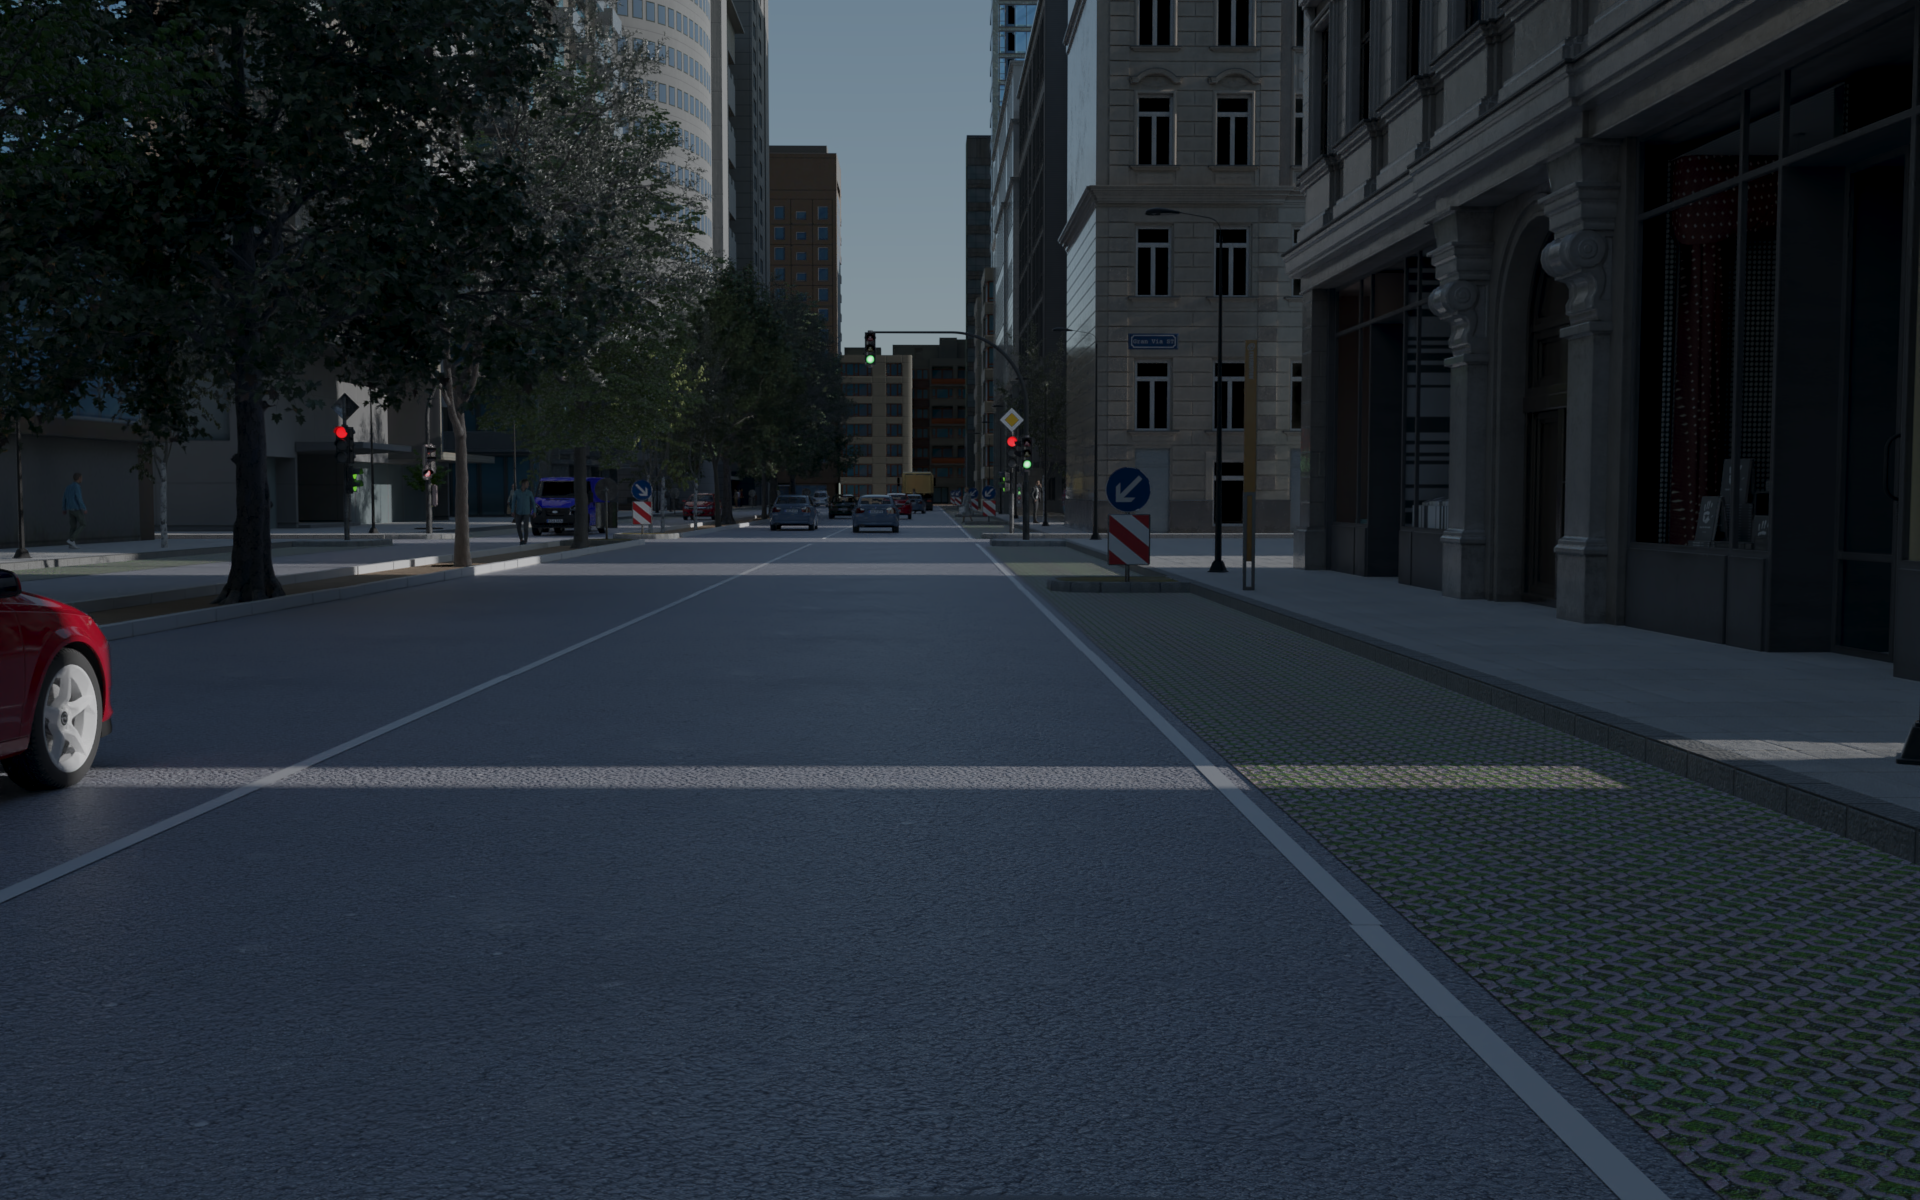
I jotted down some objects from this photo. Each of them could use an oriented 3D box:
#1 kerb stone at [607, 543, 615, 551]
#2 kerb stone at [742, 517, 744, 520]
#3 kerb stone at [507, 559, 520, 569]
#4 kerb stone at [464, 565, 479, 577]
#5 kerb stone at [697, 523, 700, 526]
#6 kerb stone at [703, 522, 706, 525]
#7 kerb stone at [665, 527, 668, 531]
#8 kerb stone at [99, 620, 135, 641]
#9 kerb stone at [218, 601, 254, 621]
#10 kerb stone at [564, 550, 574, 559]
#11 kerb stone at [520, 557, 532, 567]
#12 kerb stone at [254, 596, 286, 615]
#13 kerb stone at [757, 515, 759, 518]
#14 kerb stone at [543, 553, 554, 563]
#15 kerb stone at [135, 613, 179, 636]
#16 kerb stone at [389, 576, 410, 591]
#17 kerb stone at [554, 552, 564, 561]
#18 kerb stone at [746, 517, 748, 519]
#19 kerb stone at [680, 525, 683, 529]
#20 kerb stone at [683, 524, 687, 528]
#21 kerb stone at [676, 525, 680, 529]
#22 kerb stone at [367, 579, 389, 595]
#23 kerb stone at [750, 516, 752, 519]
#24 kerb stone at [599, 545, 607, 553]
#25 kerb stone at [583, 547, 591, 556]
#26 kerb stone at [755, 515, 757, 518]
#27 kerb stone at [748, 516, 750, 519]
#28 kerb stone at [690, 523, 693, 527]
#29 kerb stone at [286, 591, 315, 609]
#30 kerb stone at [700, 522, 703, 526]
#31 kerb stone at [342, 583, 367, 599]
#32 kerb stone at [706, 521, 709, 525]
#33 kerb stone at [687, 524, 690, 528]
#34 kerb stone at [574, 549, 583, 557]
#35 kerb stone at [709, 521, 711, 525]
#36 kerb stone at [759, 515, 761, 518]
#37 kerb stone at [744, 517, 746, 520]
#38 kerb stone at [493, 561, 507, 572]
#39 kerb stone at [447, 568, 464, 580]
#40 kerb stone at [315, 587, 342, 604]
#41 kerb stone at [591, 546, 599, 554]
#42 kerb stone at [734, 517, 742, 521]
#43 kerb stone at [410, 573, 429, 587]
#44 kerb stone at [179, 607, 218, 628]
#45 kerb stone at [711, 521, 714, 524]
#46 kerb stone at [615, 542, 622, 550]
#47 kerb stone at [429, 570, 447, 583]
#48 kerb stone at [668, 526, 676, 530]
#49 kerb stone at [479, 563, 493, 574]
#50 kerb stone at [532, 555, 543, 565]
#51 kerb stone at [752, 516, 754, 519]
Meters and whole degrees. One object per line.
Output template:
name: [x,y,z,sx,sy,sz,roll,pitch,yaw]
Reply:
kerb stone: [-8.883,-1.303,43.507,0.120,0.150,1.000,0,4,-1]
kerb stone: [-11.991,-4.401,94.222,0.120,0.150,1.000,0,4,-1]
kerb stone: [-8.680,-0.672,33.261,0.120,0.150,1.000,0,4,-1]
kerb stone: [-8.615,-0.488,30.191,0.120,0.150,1.000,0,4,-1]
kerb stone: [-11.620,-3.278,75.785,0.120,0.150,1.000,0,4,-1]
kerb stone: [-11.669,-3.403,77.829,0.120,0.150,1.000,0,4,-1]
kerb stone: [-11.444,-2.712,66.565,0.120,0.150,1.000,0,4,-1]
kerb stone: [-8.355,0.329,16.874,0.120,0.150,1.000,0,4,-1]
kerb stone: [-8.413,0.138,19.948,0.120,0.150,1.000,0,4,-1]
kerb stone: [-8.775,-0.991,38.393,0.120,0.150,1.000,0,4,-1]
kerb stone: [-8.698,-0.740,34.295,0.120,0.150,1.000,0,4,-1]
kerb stone: [-8.433,0.080,20.970,0.120,0.150,1.000,0,4,-1]
kerb stone: [-12.142,-4.902,102.415,0.120,0.150,1.000,0,4,-1]
kerb stone: [-8.738,-0.865,36.344,0.120,0.150,1.000,0,4,-1]
kerb stone: [-8.371,0.263,17.898,0.120,0.150,1.000,0,4,-1]
kerb stone: [-8.538,-0.239,26.099,0.120,0.150,1.000,0,4,-1]
kerb stone: [-8.764,-0.925,37.366,0.120,0.150,1.000,0,4,-1]
kerb stone: [-12.033,-4.530,96.267,0.120,0.150,1.000,0,4,-1]
kerb stone: [-11.524,-2.962,70.658,0.120,0.150,1.000,0,4,-1]
kerb stone: [-11.544,-3.026,71.687,0.120,0.150,1.000,0,4,-1]
kerb stone: [-11.509,-2.902,69.636,0.120,0.150,1.000,0,4,-1]
kerb stone: [-8.517,-0.175,25.077,0.120,0.150,1.000,0,4,-1]
kerb stone: [-12.072,-4.651,98.315,0.120,0.150,1.000,0,4,-1]
kerb stone: [-8.862,-1.241,42.486,0.120,0.150,1.000,0,4,-1]
kerb stone: [-8.832,-1.113,40.442,0.120,0.150,1.000,0,4,-1]
kerb stone: [-12.140,-4.832,101.383,0.120,0.150,1.000,0,4,-1]
kerb stone: [-12.050,-4.591,97.289,0.120,0.150,1.000,0,4,-1]
kerb stone: [-11.584,-3.152,73.732,0.120,0.150,1.000,0,4,-1]
kerb stone: [-8.459,0.013,21.991,0.120,0.150,1.000,0,4,-1]
kerb stone: [-11.643,-3.340,76.807,0.120,0.150,1.000,0,4,-1]
kerb stone: [-8.490,-0.108,24.048,0.120,0.150,1.000,0,4,-1]
kerb stone: [-11.688,-3.459,78.852,0.120,0.150,1.000,0,4,-1]
kerb stone: [-11.560,-3.087,72.711,0.120,0.150,1.000,0,4,-1]
kerb stone: [-8.792,-1.053,39.416,0.120,0.150,1.000,0,4,-1]
kerb stone: [-11.707,-3.528,79.874,0.120,0.150,1.000,0,4,-1]
kerb stone: [-12.171,-4.969,103.437,0.120,0.150,1.000,0,4,-1]
kerb stone: [-12.013,-4.463,95.244,0.120,0.150,1.000,0,4,-1]
kerb stone: [-8.662,-0.614,32.239,0.120,0.150,1.000,0,4,-1]
kerb stone: [-8.596,-0.426,29.169,0.120,0.150,1.000,0,4,-1]
kerb stone: [-8.477,-0.050,23.013,0.120,0.150,1.000,0,4,-1]
kerb stone: [-8.850,-1.178,41.464,0.120,0.150,1.000,0,4,-1]
kerb stone: [-11.969,-4.340,93.192,0.120,0.150,1.000,0,4,-1]
kerb stone: [-8.556,-0.301,27.121,0.120,0.150,1.000,0,4,-1]
kerb stone: [-8.398,0.200,18.920,0.120,0.150,1.000,0,4,-1]
kerb stone: [-11.730,-3.590,80.896,0.120,0.150,1.000,0,4,-1]
kerb stone: [-8.900,-1.366,44.536,0.120,0.150,1.000,0,4,-1]
kerb stone: [-8.582,-0.357,28.143,0.120,0.150,1.000,0,4,-1]
kerb stone: [-11.471,-2.837,68.609,0.120,0.150,1.000,0,4,-1]
kerb stone: [-8.640,-0.551,31.212,0.120,0.150,1.000,0,4,-1]
kerb stone: [-8.724,-0.803,35.317,0.120,0.150,1.000,0,4,-1]
kerb stone: [-12.093,-4.717,99.337,0.120,0.150,1.000,0,4,-1]
